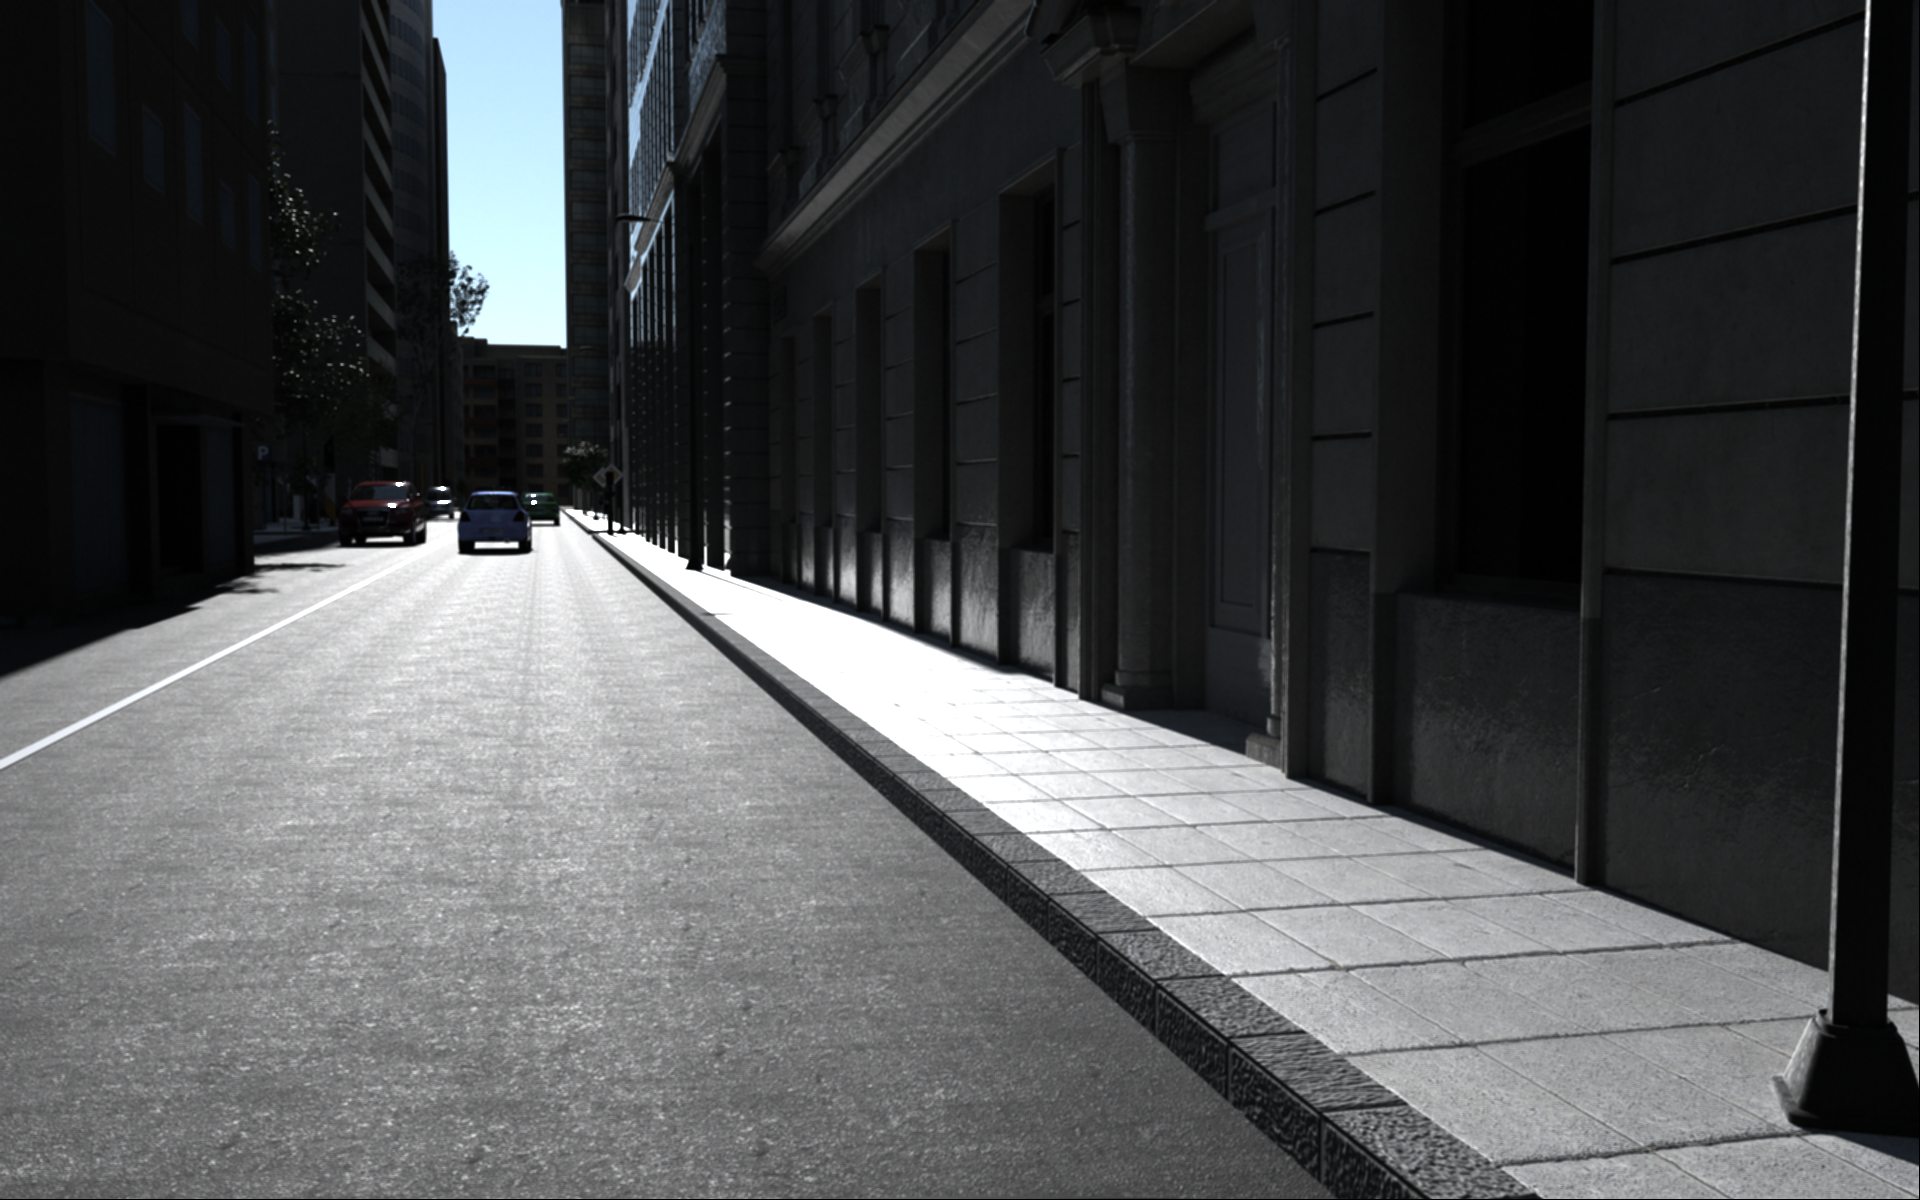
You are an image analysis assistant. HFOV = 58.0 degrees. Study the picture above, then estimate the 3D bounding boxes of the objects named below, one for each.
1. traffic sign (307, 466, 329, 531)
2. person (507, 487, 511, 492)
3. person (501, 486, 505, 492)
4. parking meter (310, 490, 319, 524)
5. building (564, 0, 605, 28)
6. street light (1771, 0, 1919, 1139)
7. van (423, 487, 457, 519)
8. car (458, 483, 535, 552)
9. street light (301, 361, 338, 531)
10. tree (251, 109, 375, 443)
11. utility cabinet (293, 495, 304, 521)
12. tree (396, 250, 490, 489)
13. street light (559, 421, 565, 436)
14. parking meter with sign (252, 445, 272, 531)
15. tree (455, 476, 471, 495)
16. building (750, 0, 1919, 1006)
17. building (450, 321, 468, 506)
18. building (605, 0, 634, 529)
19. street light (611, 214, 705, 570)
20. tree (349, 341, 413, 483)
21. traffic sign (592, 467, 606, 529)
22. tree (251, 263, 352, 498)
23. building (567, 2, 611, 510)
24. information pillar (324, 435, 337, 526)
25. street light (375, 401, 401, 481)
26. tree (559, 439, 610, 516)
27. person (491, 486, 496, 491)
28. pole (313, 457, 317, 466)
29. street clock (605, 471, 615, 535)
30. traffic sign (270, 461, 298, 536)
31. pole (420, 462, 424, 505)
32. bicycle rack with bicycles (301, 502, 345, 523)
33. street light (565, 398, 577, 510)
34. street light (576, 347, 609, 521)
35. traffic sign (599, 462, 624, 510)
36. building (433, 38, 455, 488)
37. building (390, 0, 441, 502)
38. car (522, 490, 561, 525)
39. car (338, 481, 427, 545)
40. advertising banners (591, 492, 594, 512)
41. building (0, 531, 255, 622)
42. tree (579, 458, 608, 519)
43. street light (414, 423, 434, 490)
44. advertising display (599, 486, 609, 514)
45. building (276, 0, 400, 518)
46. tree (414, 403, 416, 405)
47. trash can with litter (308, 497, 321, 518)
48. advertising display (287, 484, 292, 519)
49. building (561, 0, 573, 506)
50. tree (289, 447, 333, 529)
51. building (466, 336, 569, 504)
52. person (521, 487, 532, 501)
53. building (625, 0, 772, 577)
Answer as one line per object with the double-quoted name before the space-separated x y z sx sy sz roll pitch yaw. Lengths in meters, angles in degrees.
"traffic sign" -22.469 -3.483 60.589 0.795 2.450 0.064 -1 4 -14
"person" -26.926 -5.814 103.336 0.755 1.850 0.659 0 4 -3
"person" -20.424 -4.198 77.551 0.576 1.772 0.534 -2 4 -28
"parking meter" -27.874 -4.059 74.779 0.372 1.533 0.369 0 3 0
"building" -23.998 -35.608 171.436 28.713 52.752 27.495 -1 4 -14
"street light" 1.333 -1.882 3.306 1.470 5.913 1.316 -1 4 -14
"van" -30.544 -5.781 101.523 2.013 2.044 4.112 -1 4 -15
"car" -11.883 -2.126 44.356 1.945 1.707 3.694 -1 4 -12
"street light" -22.304 -5.376 60.445 1.470 5.913 1.316 -1 4 -14
"tree" -18.348 -7.453 38.863 9.611 12.733 9.660 0 3 0
"utility cabinet" -32.154 -4.476 84.337 0.306 1.237 1.020 -3 4 -38
"tree" -40.440 -16.400 124.027 12.611 20.169 13.585 0 3 0
"street light" -24.395 -8.384 109.620 1.470 5.913 1.316 -1 4 -14
"parking meter with sign" -24.975 -3.966 61.100 0.543 3.016 1.738 0 4 8
"tree" -51.648 -11.339 179.986 1.663 3.219 1.824 0 3 0
"building" 9.813 -14.062 6.330 17.030 29.872 44.131 -1 4 -14
"building" -70.301 -21.155 190.926 28.899 21.520 27.650 -1 4 -14
"building" -4.383 -38.827 73.069 20.611 71.187 20.563 -1 4 -14
"street light" -5.027 -3.455 29.038 1.470 5.913 1.316 -1 4 -14
"tree" -29.345 -8.076 82.400 4.737 8.622 4.395 0 3 0
"traffic sign" -12.942 -3.622 62.857 0.795 2.450 0.064 -1 4 -14
"tree" -20.415 -6.052 49.319 4.737 8.622 4.395 0 3 0
"building" -26.575 -28.516 149.825 14.154 41.232 14.086 -1 4 -14
"information pillar" -25.084 -4.746 68.952 0.504 3.616 0.183 2 4 25
"street light" -28.676 -6.983 86.716 1.470 5.913 1.316 -1 4 -14
"tree" -22.442 -7.372 104.242 4.285 4.588 4.351 0 3 0
"person" -22.284 -4.545 82.827 0.388 1.821 0.555 3 4 38
"pole" -35.056 -6.137 94.189 0.158 3.312 0.155 0 3 0
"street clock" -10.911 -3.023 54.002 0.358 2.002 0.471 -1 4 -10
"traffic sign" -20.597 -3.008 52.826 0.795 2.450 0.064 -1 4 -14
"pole" -34.747 -7.215 111.814 0.158 3.312 0.155 0 3 0
"bicycle rack with bicycles" -28.578 -3.990 78.624 2.925 0.926 2.852 -2 4 -30
"street light" -18.214 -6.808 83.845 1.470 5.913 1.316 -1 4 -14
"street light" -11.324 -5.042 54.985 1.470 5.913 1.316 -1 4 -14
"traffic sign" -11.070 -3.147 55.094 0.795 2.450 0.064 -1 4 -14
"building" -56.550 -31.574 166.350 14.600 45.320 14.200 -1 4 -14
"building" -55.354 -36.819 143.981 21.231 58.520 28.212 -1 4 -14
"car" -19.562 -4.394 80.640 1.959 1.807 4.718 -1 4 -13
"car" -16.714 -2.544 50.274 2.281 1.827 5.304 -1 4 -12
"advertising banners" -25.870 -7.676 121.683 0.090 3.025 2.074 -1 4 -16
"building" -17.625 -22.749 22.062 14.600 45.320 14.200 -1 4 -14
"tree" -18.941 -5.895 90.986 1.663 3.219 1.824 0 3 0
"street light" -34.822 -8.562 112.524 1.470 5.913 1.316 -1 4 -14
"advertising display" -22.274 -6.343 108.915 0.974 1.923 0.123 -1 4 -15
"building" -45.382 -29.246 101.879 21.300 48.544 21.600 -1 4 -14
"tree" -30.693 -8.571 90.493 4.737 8.622 4.395 0 3 0
"trash can with litter" -34.752 -4.971 92.670 1.055 1.170 0.624 1 4 18
"advertising display" -34.940 -5.203 90.285 0.123 1.923 0.974 -2 4 -28
"building" -34.324 -40.103 197.677 21.231 58.520 28.212 -1 4 -14
"tree" -24.500 -4.284 64.651 1.663 3.219 1.824 0 3 0
"building" -63.865 -23.403 227.672 28.899 21.520 27.650 -1 4 -14
"person" -23.860 -5.331 95.512 0.661 1.843 0.795 -2 4 -26
"building" -1.777 -16.147 41.503 11.434 29.767 29.804 -1 4 -14
